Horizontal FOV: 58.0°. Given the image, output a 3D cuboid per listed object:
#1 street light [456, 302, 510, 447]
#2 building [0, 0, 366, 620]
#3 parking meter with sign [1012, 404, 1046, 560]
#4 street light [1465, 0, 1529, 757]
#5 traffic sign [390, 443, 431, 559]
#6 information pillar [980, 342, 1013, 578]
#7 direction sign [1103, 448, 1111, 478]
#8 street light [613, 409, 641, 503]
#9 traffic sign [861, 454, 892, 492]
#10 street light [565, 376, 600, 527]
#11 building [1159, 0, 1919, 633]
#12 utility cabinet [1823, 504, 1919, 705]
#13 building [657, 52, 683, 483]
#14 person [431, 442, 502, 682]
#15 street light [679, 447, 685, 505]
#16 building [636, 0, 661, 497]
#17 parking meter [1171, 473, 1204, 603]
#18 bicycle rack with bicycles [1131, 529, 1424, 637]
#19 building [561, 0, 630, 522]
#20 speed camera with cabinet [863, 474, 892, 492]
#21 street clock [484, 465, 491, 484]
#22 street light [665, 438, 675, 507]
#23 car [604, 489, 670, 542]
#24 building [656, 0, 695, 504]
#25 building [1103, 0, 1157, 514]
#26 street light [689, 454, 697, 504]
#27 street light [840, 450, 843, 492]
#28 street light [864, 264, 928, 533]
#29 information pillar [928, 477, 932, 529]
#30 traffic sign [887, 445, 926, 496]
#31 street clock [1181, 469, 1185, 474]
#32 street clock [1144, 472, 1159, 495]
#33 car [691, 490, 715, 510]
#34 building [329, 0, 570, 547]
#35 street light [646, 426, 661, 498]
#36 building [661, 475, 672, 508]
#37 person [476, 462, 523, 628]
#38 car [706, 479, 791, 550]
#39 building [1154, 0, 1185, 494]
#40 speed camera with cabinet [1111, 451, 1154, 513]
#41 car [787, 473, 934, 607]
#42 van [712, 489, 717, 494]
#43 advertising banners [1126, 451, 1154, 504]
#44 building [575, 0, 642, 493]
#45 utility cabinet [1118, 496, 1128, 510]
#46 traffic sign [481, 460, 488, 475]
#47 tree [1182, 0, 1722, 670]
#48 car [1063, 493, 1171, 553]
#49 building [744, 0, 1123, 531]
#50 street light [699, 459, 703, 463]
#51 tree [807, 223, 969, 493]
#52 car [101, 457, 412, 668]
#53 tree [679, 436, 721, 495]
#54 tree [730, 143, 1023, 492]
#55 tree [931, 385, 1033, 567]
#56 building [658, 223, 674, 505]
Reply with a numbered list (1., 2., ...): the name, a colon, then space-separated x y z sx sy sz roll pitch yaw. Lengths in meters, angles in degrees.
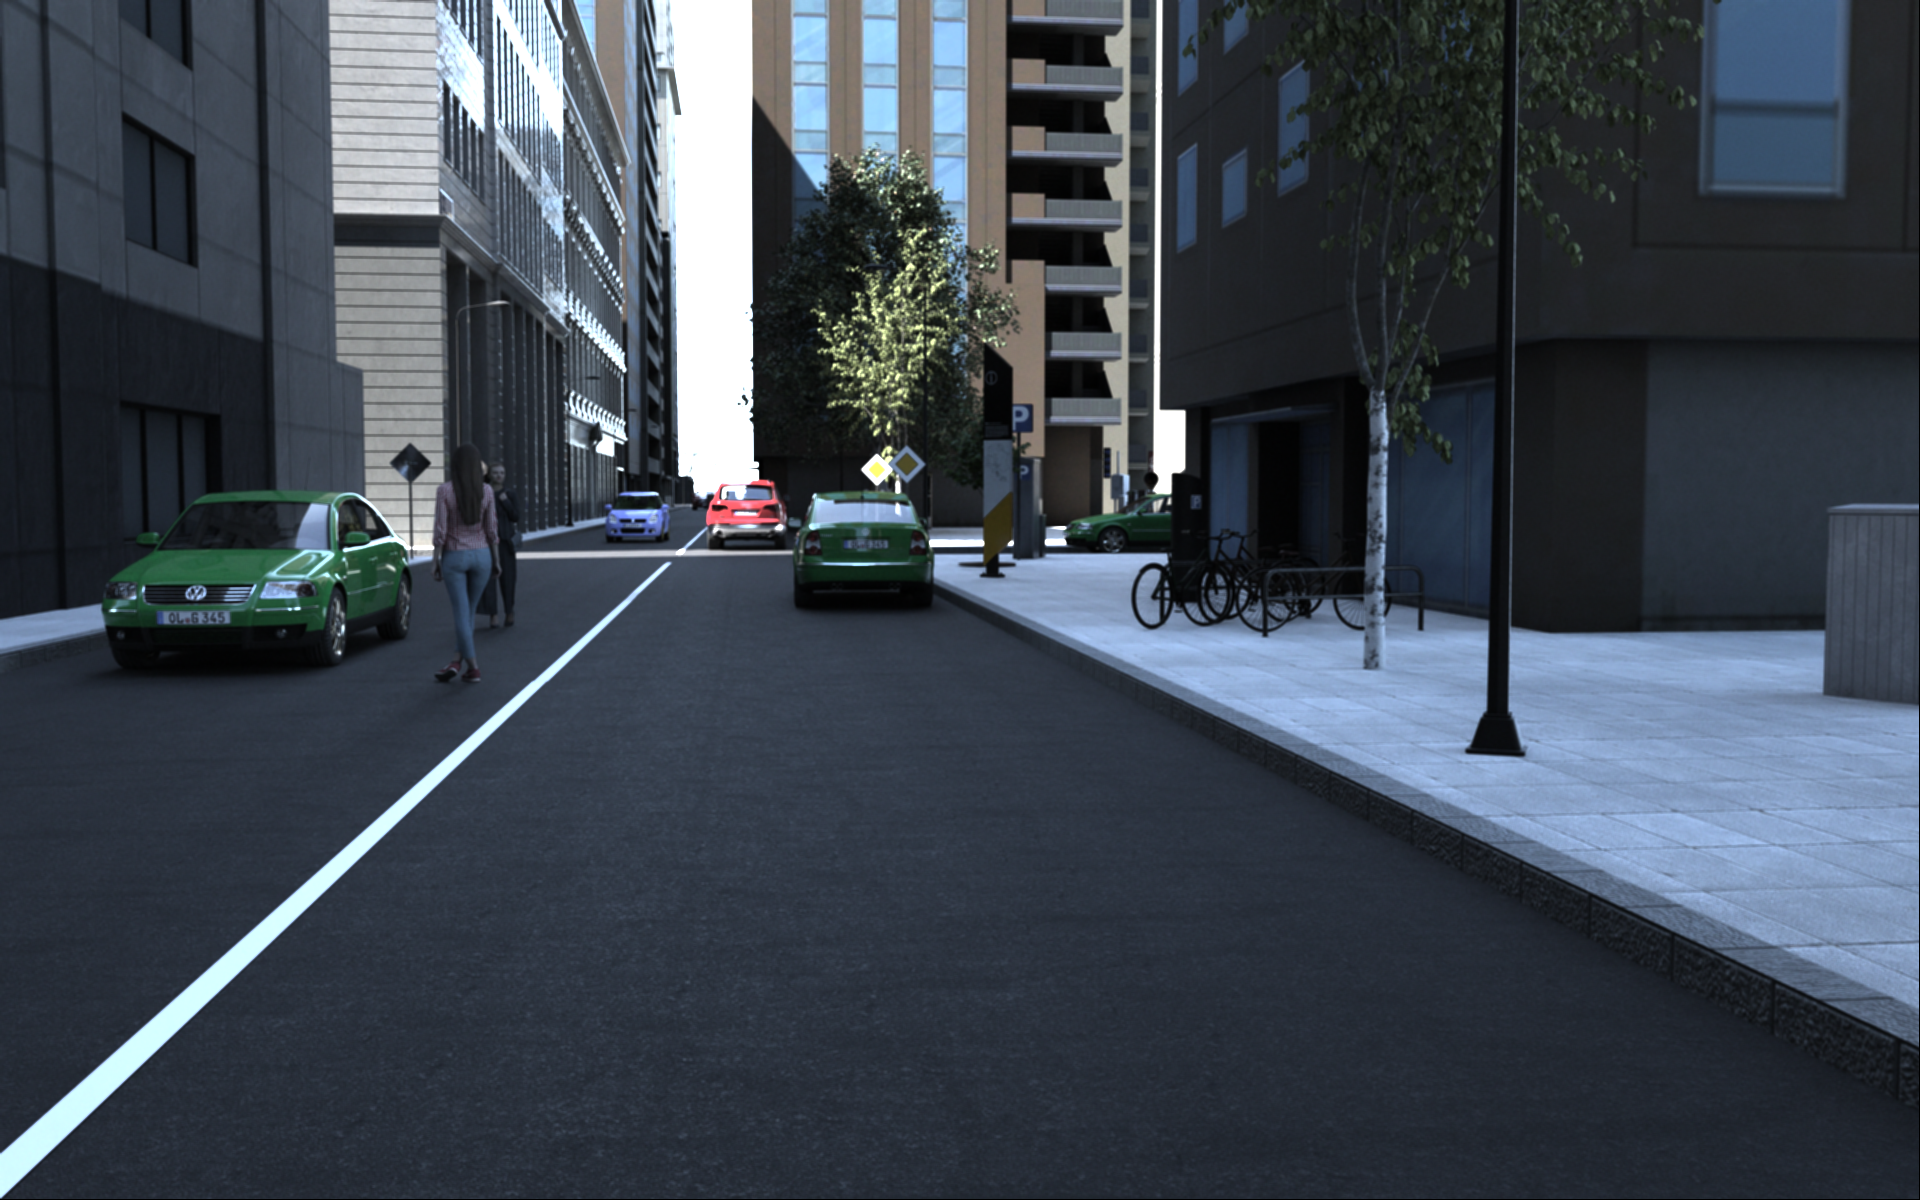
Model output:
1. street light: -11.544 -4.240 41.863 1.470 5.913 1.316 0 4 -7
2. building: -20.693 -35.624 20.698 20.611 71.187 20.563 0 4 -7
3. parking meter with sign: 1.345 -2.335 34.436 0.543 3.016 1.738 1 4 14
4. street light: 2.140 -2.193 8.392 1.470 5.913 1.316 0 4 -7
5. traffic sign: -10.806 -1.862 34.090 0.795 2.450 0.064 0 4 -7
6. information pillar: 0.571 -2.155 26.585 0.504 3.616 0.183 2 4 32
7. direction sign: 6.937 -5.679 84.847 0.876 3.537 0.379 0 4 2
8. street light: -18.324 -7.467 94.631 1.470 5.913 1.316 0 4 -7
9. traffic sign: -2.073 -2.420 43.203 0.795 2.450 0.064 0 4 -7
10. street light: -14.891 -5.860 68.350 1.470 5.913 1.316 0 4 -7
11. building: 11.110 -22.747 22.024 14.600 45.320 14.200 0 4 -7
12. utility cabinet: 5.879 0.031 10.654 0.306 1.237 1.020 -2 4 -32
13. building: -48.366 -37.990 210.373 28.713 52.752 27.495 0 4 -7
14. person: -3.761 -0.289 13.237 0.388 1.821 0.555 3 5 45
15. street light: -27.747 -12.104 170.440 1.470 5.913 1.316 0 4 -7
16. building: -35.565 -31.535 139.298 21.300 48.544 21.600 0 4 -7
17. parking meter: 2.697 -0.746 20.610 0.372 1.533 0.369 0 3 0
18. bicycle rack with bicycles: 2.967 -0.206 16.747 2.925 0.926 2.852 -2 4 -24
19. building: -27.172 -19.248 91.116 17.030 29.872 44.131 0 4 -7
20. speed camera with cabinet: -3.047 -4.279 64.299 0.660 3.252 2.038 1 4 13
21. street clock: -11.830 -2.358 43.123 0.358 2.002 0.471 0 4 -3
22. street light: -24.415 -10.494 144.119 1.470 5.913 1.316 0 4 -7
23. car: -9.780 -2.633 52.638 1.945 1.707 3.694 0 4 -5
24. building: -49.884 -49.963 255.152 20.563 71.187 20.611 0 4 -7
25. building: 0.484 -27.494 104.157 22.147 44.769 28.867 0 4 -7
26. street light: -31.465 -13.946 200.558 1.470 5.913 1.316 0 4 -7
27. street light: -4.986 -5.652 64.956 1.470 5.913 1.316 0 4 -7
28. street light: -1.245 -3.833 35.210 1.470 5.913 1.316 0 4 -7
29. information pillar: -1.177 -3.565 62.783 0.304 2.012 0.304 0 4 3
30. traffic sign: -1.084 -1.935 35.279 0.795 2.450 0.064 0 4 -7
31. street clock: 6.523 -2.749 49.512 0.471 2.002 0.358 -1 4 -13
32. street clock: 6.203 -3.160 56.232 0.471 2.002 0.358 1 4 12
33. car: -23.119 -9.047 156.592 2.281 1.827 5.304 0 4 -6
34. building: -19.600 -16.965 54.878 11.434 29.767 29.804 0 4 -7
35. street light: -21.190 -8.885 117.812 1.470 5.913 1.316 0 4 -7
36. building: -43.653 -28.749 161.931 32.217 40.220 23.993 0 4 -7
37. person: -5.017 -0.598 18.692 0.576 1.772 0.534 -1 4 -21
38. car: -5.644 -2.296 46.210 2.281 1.827 5.304 0 4 -5
39. building: 17.755 -26.464 56.391 21.600 48.544 21.300 0 4 -7
40. speed camera with cabinet: 7.938 -5.204 79.426 2.038 3.252 0.660 3 4 36
41. car: -1.367 -0.898 23.477 1.959 1.807 4.718 0 4 -5
42. van: -24.809 -10.193 173.672 2.013 2.044 4.112 0 4 -6
43. advertising banners: 7.449 -4.587 71.192 0.090 3.025 2.074 -2 4 -28
44. building: -30.091 -28.862 121.997 14.600 45.320 14.200 0 4 -7
45. utility cabinet: 7.135 -3.886 74.694 0.306 1.237 1.020 2 4 27
46. traffic sign: -11.795 -2.347 42.014 0.795 2.450 0.064 0 4 -7
47. tree: 3.280 -3.797 12.441 4.737 8.622 4.395 0 3 0
48. car: 4.825 -2.000 41.498 4.718 1.807 1.959 -1 4 -8
49. building: -1.724 -25.772 71.478 14.600 45.320 14.200 0 4 -7
50. street light: -34.795 -15.554 226.852 1.470 5.913 1.316 0 4 -7
51. tree: -1.883 -5.868 46.312 4.737 8.622 4.395 0 3 0
52. car: -6.220 -0.423 15.718 1.959 1.807 4.718 0 4 -7
53. tree: -41.735 -20.684 272.598 8.767 10.594 7.601 0 4 -6
54. tree: -2.778 -8.543 56.685 9.611 12.733 9.660 0 3 0
55. tree: 0.474 -2.223 30.949 1.663 3.219 1.824 0 3 0
56. building: -37.605 -25.103 182.142 14.160 30.474 14.107 0 4 -7
